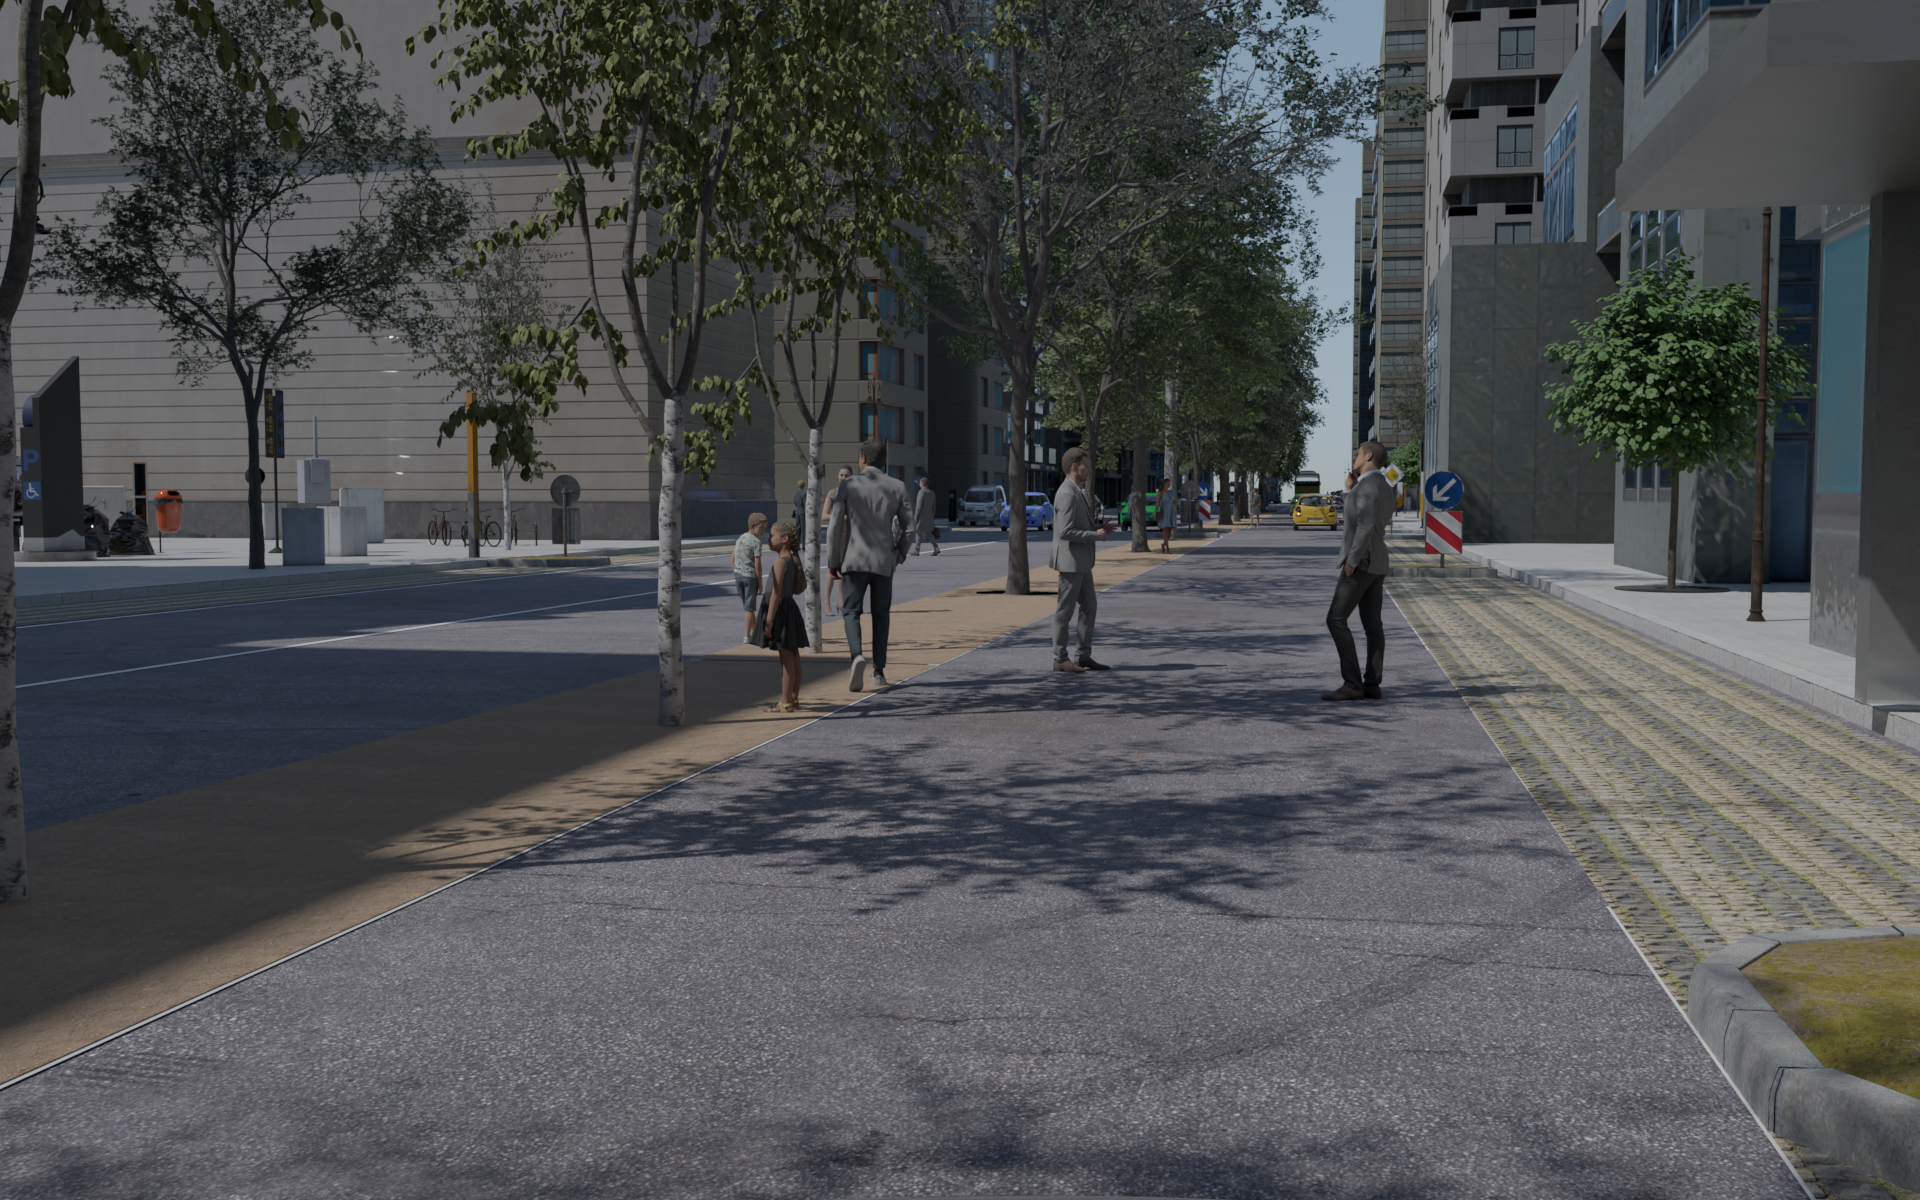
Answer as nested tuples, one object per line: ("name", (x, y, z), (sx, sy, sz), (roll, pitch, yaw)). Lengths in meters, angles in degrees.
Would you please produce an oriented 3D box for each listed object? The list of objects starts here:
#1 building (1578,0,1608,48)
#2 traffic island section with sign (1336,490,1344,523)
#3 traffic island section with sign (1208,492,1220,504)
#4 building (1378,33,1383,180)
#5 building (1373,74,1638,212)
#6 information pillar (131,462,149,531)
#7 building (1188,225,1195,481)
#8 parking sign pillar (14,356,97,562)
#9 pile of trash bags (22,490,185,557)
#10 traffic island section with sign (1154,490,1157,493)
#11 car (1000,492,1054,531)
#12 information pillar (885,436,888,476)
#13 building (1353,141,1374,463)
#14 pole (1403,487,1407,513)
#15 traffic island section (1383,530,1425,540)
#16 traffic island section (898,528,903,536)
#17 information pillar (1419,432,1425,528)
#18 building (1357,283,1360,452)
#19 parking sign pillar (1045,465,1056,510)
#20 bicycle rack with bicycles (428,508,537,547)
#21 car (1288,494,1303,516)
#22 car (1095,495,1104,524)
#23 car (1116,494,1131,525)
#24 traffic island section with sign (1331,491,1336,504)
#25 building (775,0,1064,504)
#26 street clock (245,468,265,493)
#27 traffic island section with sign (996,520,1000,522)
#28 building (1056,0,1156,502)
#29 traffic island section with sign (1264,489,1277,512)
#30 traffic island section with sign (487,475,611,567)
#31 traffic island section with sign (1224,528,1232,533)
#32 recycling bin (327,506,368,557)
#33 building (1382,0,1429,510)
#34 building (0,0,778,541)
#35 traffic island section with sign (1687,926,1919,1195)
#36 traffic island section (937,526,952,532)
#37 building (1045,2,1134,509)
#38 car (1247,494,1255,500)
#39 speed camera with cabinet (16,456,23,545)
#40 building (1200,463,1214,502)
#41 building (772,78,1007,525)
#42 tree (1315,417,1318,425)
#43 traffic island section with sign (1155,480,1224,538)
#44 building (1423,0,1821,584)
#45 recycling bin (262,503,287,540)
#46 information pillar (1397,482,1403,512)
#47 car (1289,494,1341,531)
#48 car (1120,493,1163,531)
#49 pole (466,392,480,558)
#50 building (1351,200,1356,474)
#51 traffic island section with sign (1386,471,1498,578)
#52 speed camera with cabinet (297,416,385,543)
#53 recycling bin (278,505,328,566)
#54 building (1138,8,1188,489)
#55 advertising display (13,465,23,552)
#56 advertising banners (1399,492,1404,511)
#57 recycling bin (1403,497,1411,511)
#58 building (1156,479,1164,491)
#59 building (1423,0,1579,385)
("building", (40.187, -32.115, 67.073), (28.212, 58.520, 21.231), (1, 4, 12))
("traffic island section with sign", (19.646, -4.678, 85.111), (1.989, 1.847, 2.006), (1, 4, 12))
("traffic island section with sign", (35.532, -14.493, 245.593), (1.989, 1.847, 2.006), (1, 4, 12))
("building", (45.268, -31.044, 157.676), (14.600, 45.320, 14.200), (1, 4, 12))
("building", (54.116, -34.214, 179.014), (23.786, 49.044, 30.456), (1, 4, 12))
("information pillar", (-18.823, -2.158, 39.773), (0.304, 2.012, 0.304), (-2, 4, -29))
("building", (28.799, -37.443, 262.300), (14.600, 45.320, 14.200), (1, 4, 12))
("parking sign pillar", (-17.422, -2.737, 33.227), (1.447, 3.967, 1.447), (0, 4, 6))
("pile of trash bags", (-17.768, -1.630, 36.405), (1.912, 1.369, 3.447), (1, 4, 22))
("traffic island section with sign", (18.710, -9.522, 164.320), (1.989, 1.847, 2.006), (1, 4, 12))
("car", (2.654, -3.576, 68.067), (1.945, 1.707, 3.694), (1, 4, 12))
("information pillar", (-2.984, -4.820, 70.163), (0.183, 3.616, 0.504), (0, 4, 4))
("building", (53.771, -31.708, 202.022), (14.154, 41.232, 14.086), (1, 4, 12))
("pole", (29.504, -7.397, 114.777), (0.158, 3.312, 0.155), (0, 3, 0))
("traffic island section", (13.831, -2.028, 55.445), (2.009, 0.180, 2.903), (1, 4, 12))
("traffic island section", (-3.102, -2.242, 58.942), (2.009, 0.180, 2.903), (1, 4, 12))
("information pillar", (17.290, -4.484, 64.672), (0.183, 3.616, 0.504), (1, 4, 22))
("building", (58.974, -27.756, 225.510), (14.160, 30.474, 14.107), (1, 4, 12))
("parking sign pillar", (7.124, -9.320, 140.849), (1.447, 3.967, 1.447), (-2, 4, -25))
("bicycle rack with bicycles", (-11.715, -1.806, 42.902), (2.852, 0.926, 2.925), (-2, 4, -30))
("car", (22.909, -6.337, 115.402), (2.131, 1.459, 4.920), (1, 4, 11))
("car", (5.723, -4.263, 81.494), (2.131, 1.459, 4.920), (1, 4, 10))
("car", (8.381, -4.195, 80.385), (2.131, 1.459, 4.920), (1, 4, 11))
("traffic island section with sign", (25.231, -6.327, 112.080), (1.989, 1.847, 2.006), (1, 4, 12))
("building", (-5.206, -30.926, 125.249), (23.786, 49.044, 30.456), (1, 4, 12))
("street clock", (-19.101, -2.594, 46.974), (0.358, 2.002, 0.471), (3, 5, 43))
("traffic island section with sign", (2.906, -4.855, 88.000), (1.989, 1.847, 2.006), (1, 4, 12))
("building", (9.937, -45.355, 179.798), (20.563, 71.187, 20.611), (1, 4, 12))
("traffic island section with sign", (24.247, -7.932, 137.831), (2.006, 1.907, 1.989), (1, 4, 12))
("traffic island section with sign", (-8.119, -1.594, 34.683), (1.989, 1.847, 2.006), (1, 4, 12))
("traffic island section with sign", (9.027, -3.432, 64.245), (2.006, 1.907, 1.989), (1, 4, 12))
("recycling bin", (-12.754, -1.420, 35.764), (0.722, 1.027, 0.722), (2, 4, 27))
("building", (41.895, -28.116, 143.290), (14.154, 41.232, 14.086), (1, 4, 12))
("building", (-19.199, -15.756, 54.873), (25.104, 27.353, 12.463), (1, 4, 12))
("traffic island section with sign", (2.871, 0.280, 4.053), (1.989, 1.847, 2.006), (1, 4, 12))
("traffic island section", (-1.483, -2.721, 66.762), (2.009, 0.180, 2.903), (1, 4, 12))
("building", (4.221, -30.690, 156.412), (22.147, 44.769, 28.867), (1, 4, 12))
("car", (34.788, -11.923, 204.723), (2.009, 1.686, 4.222), (1, 4, 10))
("speed camera with cabinet", (-22.455, -2.901, 41.763), (2.038, 3.252, 0.660), (2, 4, 28))
("building", (35.226, -37.088, 289.975), (14.154, 41.232, 14.086), (1, 4, 12))
("building", (-13.812, -14.797, 86.970), (27.650, 21.520, 28.899), (1, 4, 12))
("tree", (21.583, -11.529, 125.374), (8.767, 10.594, 7.601), (1, 4, 12))
("traffic island section with sign", (7.516, -2.988, 56.992), (2.006, 1.907, 1.989), (1, 4, 12))
("building", (22.643, -44.209, 35.494), (22.319, 86.520, 31.000), (1, 4, 12))
("recycling bin", (-19.420, -2.208, 48.656), (0.722, 1.027, 0.722), (2, 4, 35))
("information pillar", (30.826, -7.964, 121.566), (0.504, 3.616, 0.183), (3, 4, 38))
("car", (14.081, -3.577, 68.710), (2.015, 1.641, 3.980), (1, 4, 11))
("car", (7.381, -3.616, 67.922), (1.959, 1.807, 4.718), (1, 4, 13))
("pole", (-9.808, -2.510, 34.880), (0.158, 3.312, 0.155), (0, 3, 0))
("building", (61.461, -33.992, 239.369), (14.154, 41.232, 14.086), (1, 4, 12))
("traffic island section with sign", (8.335, -1.335, 30.451), (1.989, 1.847, 2.006), (1, 4, 12))
("speed camera with cabinet", (-16.007, -3.085, 44.776), (2.038, 3.252, 0.660), (-3, 4, -39))
("recycling bin", (-11.887, -1.149, 31.344), (0.722, 1.027, 0.722), (-1, 4, -22))
("building", (20.929, -56.653, 238.948), (22.319, 86.520, 31.000), (1, 4, 12))
("advertising display", (-20.947, -2.015, 38.159), (0.974, 1.923, 0.123), (-2, 4, -29))
("advertising banners", (33.768, -8.364, 132.935), (0.090, 3.025, 2.074), (0, 4, -2))
("recycling bin", (34.582, -7.483, 134.897), (0.722, 1.027, 0.722), (-2, 4, -28))
("building", (8.147, -31.324, 204.032), (32.217, 40.220, 23.993), (1, 4, 12))
("building", (43.018, -31.564, 105.315), (28.713, 52.752, 27.495), (1, 4, 12))
